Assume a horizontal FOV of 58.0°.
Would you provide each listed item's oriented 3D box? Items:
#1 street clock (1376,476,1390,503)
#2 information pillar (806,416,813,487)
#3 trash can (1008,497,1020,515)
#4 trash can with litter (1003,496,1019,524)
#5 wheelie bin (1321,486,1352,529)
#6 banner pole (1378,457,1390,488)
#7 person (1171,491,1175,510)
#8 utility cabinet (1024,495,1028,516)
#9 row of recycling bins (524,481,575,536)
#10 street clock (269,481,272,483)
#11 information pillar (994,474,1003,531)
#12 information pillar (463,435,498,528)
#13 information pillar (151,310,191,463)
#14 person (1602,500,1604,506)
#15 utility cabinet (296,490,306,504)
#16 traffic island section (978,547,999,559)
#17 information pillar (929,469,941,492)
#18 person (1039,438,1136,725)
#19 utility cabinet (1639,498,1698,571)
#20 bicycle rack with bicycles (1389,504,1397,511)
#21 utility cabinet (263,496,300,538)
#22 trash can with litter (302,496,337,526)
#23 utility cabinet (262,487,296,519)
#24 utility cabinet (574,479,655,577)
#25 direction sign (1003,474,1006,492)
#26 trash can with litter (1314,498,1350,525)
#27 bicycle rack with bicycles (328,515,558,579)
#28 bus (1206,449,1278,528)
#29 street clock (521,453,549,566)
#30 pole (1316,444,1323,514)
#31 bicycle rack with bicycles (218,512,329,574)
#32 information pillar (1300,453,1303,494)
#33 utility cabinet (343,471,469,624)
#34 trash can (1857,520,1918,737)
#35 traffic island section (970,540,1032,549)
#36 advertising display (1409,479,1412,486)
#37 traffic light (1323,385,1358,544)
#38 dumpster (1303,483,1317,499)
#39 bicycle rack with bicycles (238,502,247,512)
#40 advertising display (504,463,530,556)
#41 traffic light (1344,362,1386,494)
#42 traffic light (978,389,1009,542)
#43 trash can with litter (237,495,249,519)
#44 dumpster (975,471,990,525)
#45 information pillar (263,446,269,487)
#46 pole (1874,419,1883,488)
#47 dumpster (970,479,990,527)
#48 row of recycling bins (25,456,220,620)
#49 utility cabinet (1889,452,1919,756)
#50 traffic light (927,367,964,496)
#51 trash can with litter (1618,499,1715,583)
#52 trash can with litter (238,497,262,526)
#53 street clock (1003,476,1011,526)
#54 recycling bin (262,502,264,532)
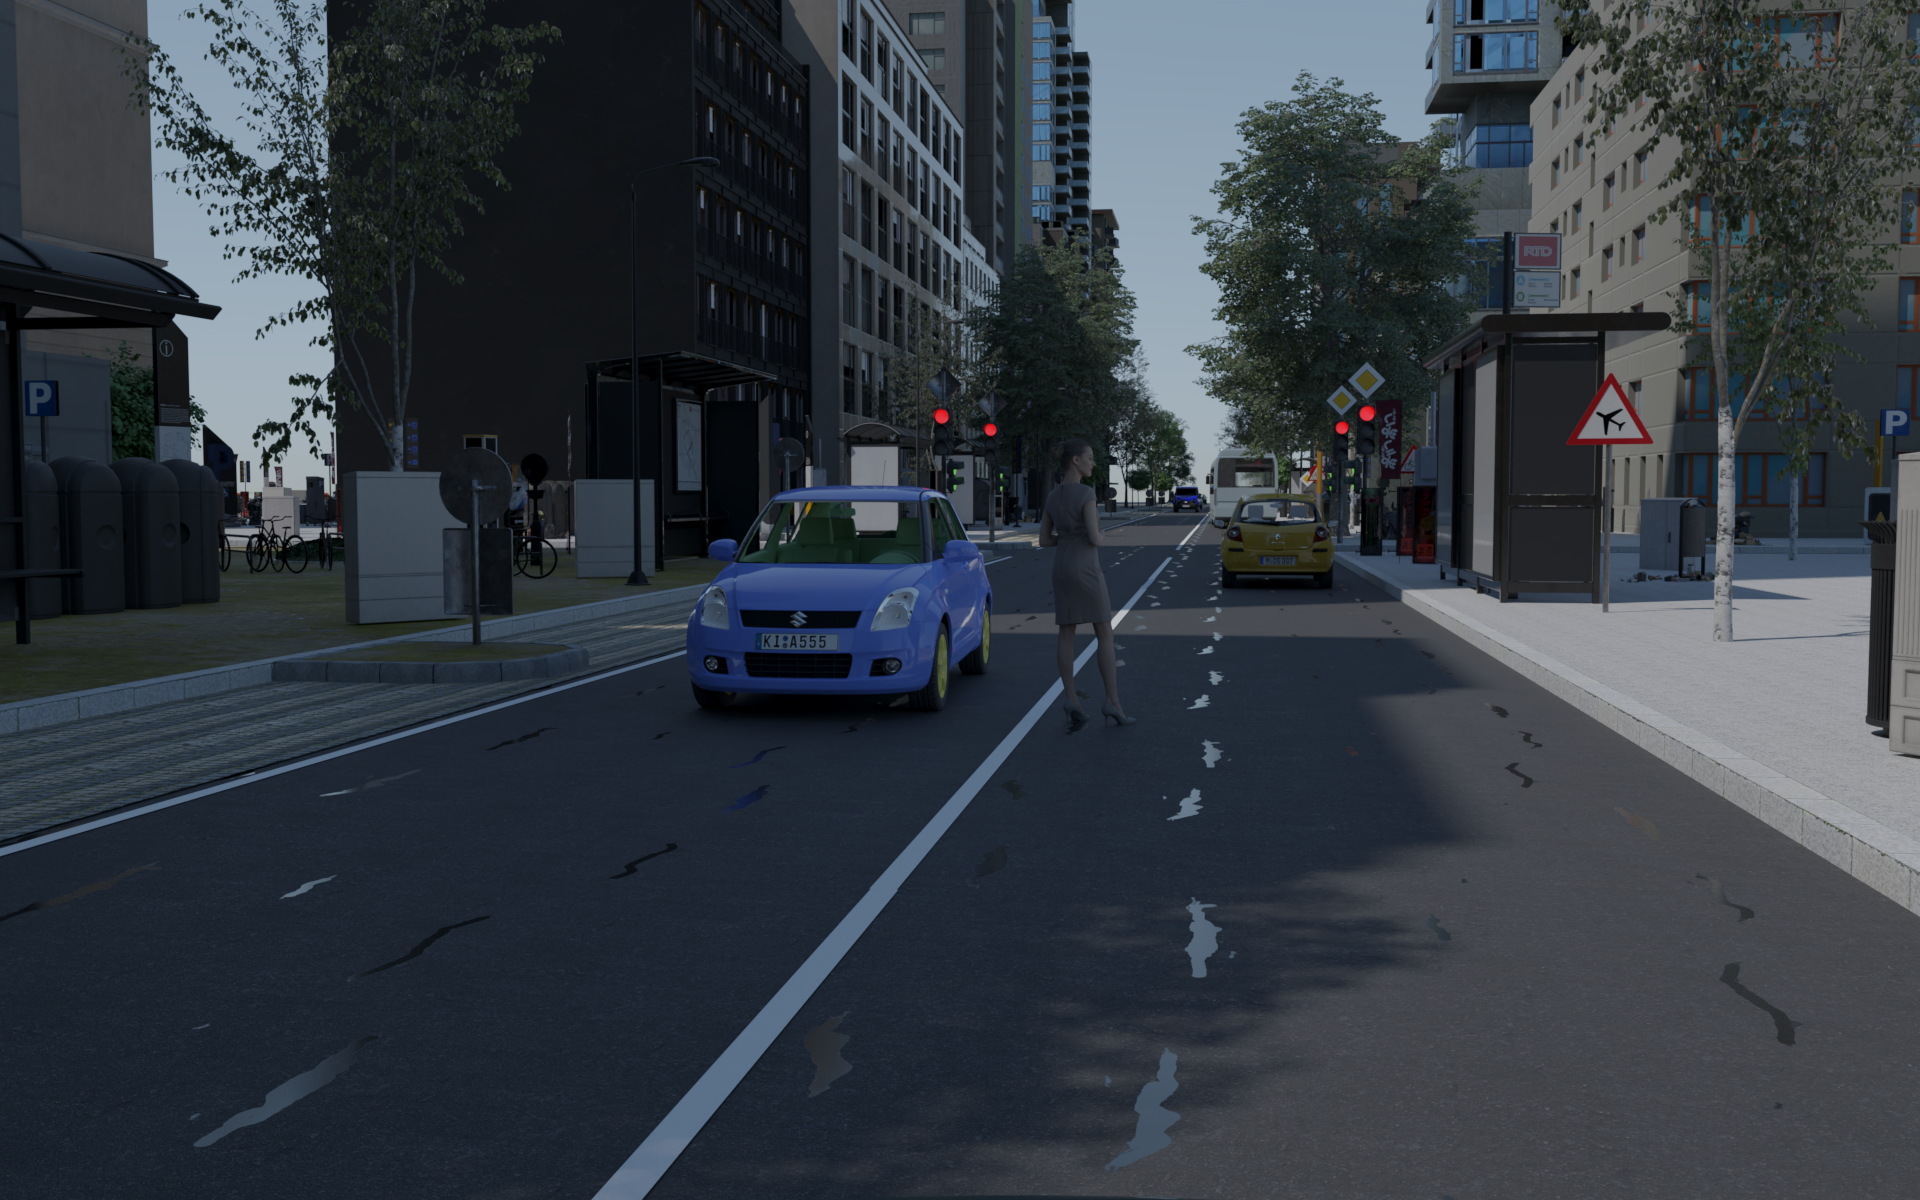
[{"bbox_3d":[16.668,-3.896,68.268,0.471,2.002,0.358,-1,4,-17],"label":"street clock"},{"bbox_3d":[-4.488,-3.685,51.608,0.183,3.616,0.504,-1,4,-21],"label":"information pillar"},{"bbox_3d":[2.597,-4.520,85.555,0.748,1.137,0.748,0,3,0],"label":"trash can"},{"bbox_3d":[1.741,-3.924,75.213,1.678,1.210,2.233,1,4,19],"label":"trash can with litter"},{"bbox_3d":[11.728,-2.828,54.144,0.980,1.594,0.693,-1,4,-19],"label":"wheelie bin"},{"bbox_3d":[19.158,-5.412,78.504,0.401,3.779,0.863,-3,4,-37],"label":"banner pole"},{"bbox_3d":[18.867,-8.800,153.323,0.756,1.711,0.436,-3,4,-36],"label":"person"},{"bbox_3d":[4.283,-5.548,101.872,1.020,1.237,0.306,3,4,37],"label":"utility cabinet"},{"bbox_3d":[-12.501,-2.831,53.392,1.069,1.692,3.534,0,4,6],"label":"row of recycling bins"},{"bbox_3d":[-39.522,-5.803,99.451,0.471,2.002,0.358,-3,5,-40],"label":"street clock"},{"bbox_3d":[1.339,-3.437,60.691,0.304,2.012,0.304,0,4,-2],"label":"information pillar"},{"bbox_3d":[-5.979,-1.049,21.646,0.304,2.012,0.304,1,4,18],"label":"information pillar"},{"bbox_3d":[-9.683,-1.831,21.291,0.183,3.616,0.504,2,4,24],"label":"information pillar"},{"bbox_3d":[15.222,-2.021,41.725,0.537,1.800,0.526,1,4,14],"label":"person"},{"bbox_3d":[-36.187,-5.239,94.332,0.318,1.500,1.173,2,4,25],"label":"utility cabinet"},{"bbox_3d":[-0.379,-0.985,38.389,2.009,0.180,2.903,1,4,9],"label":"traffic island section"},{"bbox_3d":[-0.717,-2.887,51.698,0.304,2.012,0.304,3,5,41],"label":"information pillar"},{"bbox_3d":[0.793,-0.125,10.886,0.374,1.781,0.599,-3,5,-40],"label":"person"},{"bbox_3d":[11.974,-1.110,29.315,0.306,1.237,1.020,-1,4,-21],"label":"utility cabinet"},{"bbox_3d":[15.955,-2.982,62.130,2.852,0.926,2.925,-3,5,-41],"label":"bicycle rack with bicycles"},{"bbox_3d":[-19.990,-2.439,51.041,1.020,1.237,0.306,1,4,12],"label":"utility cabinet"},{"bbox_3d":[-25.520,-3.579,69.577,2.233,1.210,1.678,-1,4,-16],"label":"trash can with litter"},{"bbox_3d":[-21.882,-2.868,55.566,1.173,1.500,0.318,3,4,36],"label":"utility cabinet"},{"bbox_3d":[-5.292,-1.092,26.530,1.173,1.500,0.318,-1,4,-18],"label":"utility cabinet"},{"bbox_3d":[3.111,-7.941,121.825,0.379,3.537,0.876,1,4,18],"label":"direction sign"},{"bbox_3d":[15.223,-3.751,72.383,2.233,1.210,1.678,1,4,17],"label":"trash can with litter"},{"bbox_3d":[-7.498,-0.800,26.470,2.925,0.926,2.852,1,4,11],"label":"bicycle rack with bicycles"},{"bbox_3d":[12.421,-5.001,76.620,2.948,3.499,13.247,0,4,7],"label":"bus"},{"bbox_3d":[-7.600,-1.617,31.015,0.471,2.002,0.358,0,4,-4],"label":"street clock"},{"bbox_3d":[13.773,-4.436,66.364,0.158,3.312,0.155,0,3,0],"label":"pole"},{"bbox_3d":[-11.256,-0.950,28.916,2.852,0.926,2.925,-3,4,-36],"label":"bicycle rack with bicycles"},{"bbox_3d":[18.063,-6.139,91.732,0.183,3.616,0.504,1,4,17],"label":"information pillar"},{"bbox_3d":[-5.543,-0.530,17.338,1.173,1.500,0.318,-3,5,-45],"label":"utility cabinet"},{"bbox_3d":[5.118,0.156,9.099,0.748,1.137,0.748,0,3,0],"label":"trash can"},{"bbox_3d":[0.831,-1.468,46.283,2.009,0.180,2.903,1,4,9],"label":"traffic island section"},{"bbox_3d":[19.235,-4.138,72.862,0.123,1.923,0.974,-2,4,-24],"label":"advertising display"},{"bbox_3d":[9.828,-3.417,44.789,0.839,4.253,0.868,1,4,9],"label":"traffic light"},{"bbox_3d":[18.432,-5.142,89.831,1.264,1.857,1.865,1,4,9],"label":"dumpster"},{"bbox_3d":[-33.950,-4.051,79.612,2.852,0.926,2.925,-1,4,-18],"label":"bicycle rack with bicycles"},{"bbox_3d":[-9.231,-1.887,36.061,0.123,1.923,0.974,1,4,11],"label":"advertising display"},{"bbox_3d":[8.618,-2.934,36.896,0.839,4.253,0.868,1,4,9],"label":"traffic light"},{"bbox_3d":[0.869,-3.500,46.142,0.839,4.253,0.868,1,4,9],"label":"traffic light"},{"bbox_3d":[-36.838,-4.689,87.718,1.678,1.210,2.233,1,4,23],"label":"trash can with litter"},{"bbox_3d":[0.757,-4.255,72.055,1.502,2.255,1.985,1,4,9],"label":"dumpster"},{"bbox_3d":[-34.146,-5.742,85.240,0.183,3.616,0.504,0,4,1],"label":"information pillar"},{"bbox_3d":[25.107,-3.274,47.375,0.158,3.312,0.155,0,3,0],"label":"pole"},{"bbox_3d":[0.758,-3.831,68.401,1.264,1.857,1.865,1,4,9],"label":"dumpster"},{"bbox_3d":[-9.445,-0.737,19.158,1.069,1.692,3.534,1,4,12],"label":"row of recycling bins"},{"bbox_3d":[4.905,0.043,7.971,0.318,1.500,1.173,-1,4,-22],"label":"utility cabinet"},{"bbox_3d":[-0.341,-3.017,38.249,0.839,4.253,0.868,1,4,9],"label":"traffic light"},{"bbox_3d":[10.560,-0.902,25.800,2.233,1.210,1.678,-2,4,-29],"label":"trash can with litter"},{"bbox_3d":[-28.923,-3.610,70.407,1.055,1.170,0.624,0,3,0],"label":"trash can with litter"},{"bbox_3d":[1.909,-4.019,70.274,0.358,2.002,0.471,0,4,7],"label":"street clock"},{"bbox_3d":[-23.163,-2.820,58.662,0.722,1.027,0.722,0,4,-7],"label":"recycling bin"}]
